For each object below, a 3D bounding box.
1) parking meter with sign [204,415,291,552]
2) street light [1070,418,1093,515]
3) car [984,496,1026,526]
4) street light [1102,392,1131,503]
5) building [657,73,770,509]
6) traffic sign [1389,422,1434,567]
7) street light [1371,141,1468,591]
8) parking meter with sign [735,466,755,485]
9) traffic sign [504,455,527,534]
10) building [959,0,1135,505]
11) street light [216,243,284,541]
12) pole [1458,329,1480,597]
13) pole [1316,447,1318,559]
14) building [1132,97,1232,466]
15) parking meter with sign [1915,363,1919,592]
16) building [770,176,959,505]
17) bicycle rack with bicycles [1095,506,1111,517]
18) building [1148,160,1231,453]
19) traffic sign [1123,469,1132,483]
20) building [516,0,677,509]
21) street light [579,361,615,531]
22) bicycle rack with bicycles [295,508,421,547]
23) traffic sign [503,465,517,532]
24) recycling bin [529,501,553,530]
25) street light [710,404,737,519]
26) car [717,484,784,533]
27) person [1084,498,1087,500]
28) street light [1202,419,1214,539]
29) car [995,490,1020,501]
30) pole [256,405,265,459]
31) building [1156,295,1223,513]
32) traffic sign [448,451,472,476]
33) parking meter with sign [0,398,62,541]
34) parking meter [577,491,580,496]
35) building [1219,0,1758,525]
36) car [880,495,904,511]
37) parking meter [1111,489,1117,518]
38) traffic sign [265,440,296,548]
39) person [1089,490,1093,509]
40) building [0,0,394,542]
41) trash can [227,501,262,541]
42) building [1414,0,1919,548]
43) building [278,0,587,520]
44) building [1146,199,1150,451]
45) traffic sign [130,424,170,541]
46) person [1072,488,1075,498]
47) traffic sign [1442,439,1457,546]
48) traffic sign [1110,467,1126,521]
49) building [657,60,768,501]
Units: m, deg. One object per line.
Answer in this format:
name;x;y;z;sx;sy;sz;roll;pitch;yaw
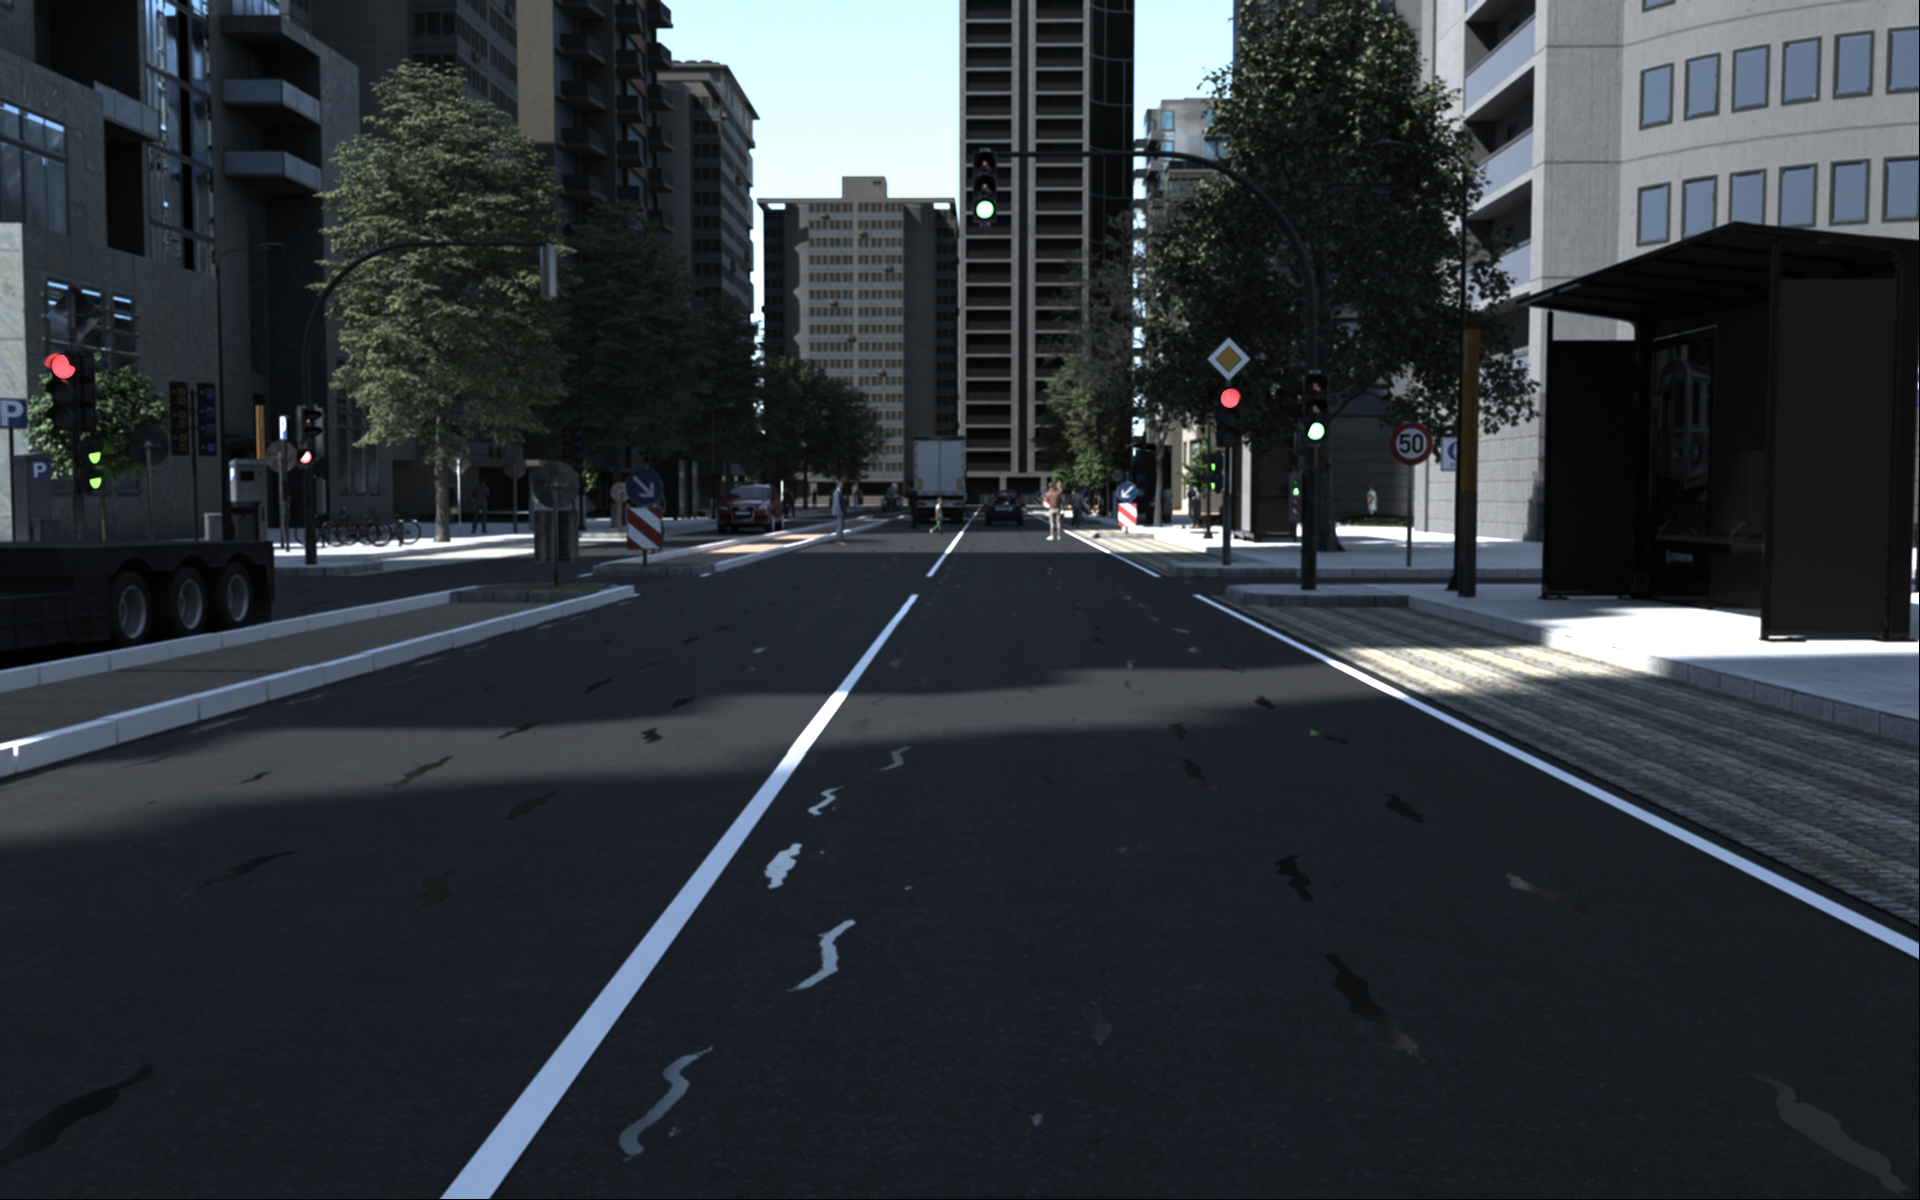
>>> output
parking meter with sign;-15.603;-2.548;37.925;1.738;3.016;0.543;-3;4;-37
street light;7.461;-8.175;106.201;1.470;5.913;1.316;0;4;1
car;2.038;-4.085;79.373;1.945;1.354;3.894;0;4;2
street light;7.078;-6.439;77.819;1.470;5.913;1.316;0;4;1
building;-31.754;-28.531;158.367;23.993;40.220;32.217;0;4;1
traffic sign;7.954;-1.866;30.609;0.768;2.556;0.104;0;4;5
street light;6.099;-3.082;22.931;1.470;5.913;1.316;0;4;1
parking meter with sign;-13.460;-6.741;106.470;1.738;3.016;0.543;-3;5;-40
traffic sign;-14.430;-3.431;56.209;0.768;2.556;0.104;0;4;3
building;10.314;-46.983;206.430;20.611;71.187;20.563;0;4;1
street light;-13.197;-3.649;32.198;1.470;5.913;1.316;0;4;1
pole;6.327;-1.693;21.523;0.158;3.312;0.155;0;3;0
pole;6.523;-2.342;32.134;0.158;3.312;0.155;0;3;0
building;35.927;-36.039;208.845;30.456;49.044;23.786;0;4;1
parking meter with sign;12.737;-1.596;22.362;0.543;3.016;1.738;0;4;1
building;-11.881;-31.938;214.075;23.993;40.220;32.217;0;4;1
bicycle rack with bicycles;9.175;-5.084;96.503;2.925;0.926;2.852;1;4;16
building;24.675;-23.299;152.643;14.160;30.474;14.107;0;4;1
traffic sign;8.644;-5.407;88.512;0.768;2.556;0.104;1;4;9
building;-32.411;-28.592;122.107;22.147;44.769;28.867;0;4;1
street light;-12.767;-5.391;60.688;1.470;5.913;1.316;0;4;1
bicycle rack with bicycles;-14.899;-1.799;42.799;2.925;0.926;2.852;-1;4;-15
traffic sign;-14.952;-3.545;58.064;0.768;2.556;0.104;1;4;8
recycling bin;-14.871;-2.992;61.479;0.722;1.027;0.722;-2;4;-28
street light;-12.186;-7.148;89.410;1.470;5.913;1.316;0;4;1
car;-7.797;-3.437;64.868;2.281;1.827;5.304;0;4;1
person;8.105;-6.636;114.629;0.705;1.812;1.348;-1;4;-14
street light;6.579;-4.708;49.515;1.470;5.913;1.316;0;4;1
car;4.222;-8.872;153.722;2.281;1.827;5.304;0;4;1
pole;-16.062;-2.813;39.843;0.158;3.312;0.155;0;3;0
building;30.041;-17.482;130.868;27.650;21.520;28.899;0;4;1
traffic sign;-15.199;-3.229;52.533;0.795;2.593;0.064;0;4;5
parking meter with sign;-16.671;-2.130;31.088;1.738;3.016;0.543;3;5;41
parking meter;-14.737;-3.562;66.654;0.372;1.533;0.369;0;3;0
building;24.982;-33.569;90.851;21.231;58.520;28.212;0;4;1
car;-5.805;-8.343;148.417;2.014;1.417;4.499;0;4;1
parking meter;8.321;-5.191;93.290;0.372;1.533;0.369;0;3;0
traffic sign;-16.036;-2.496;40.919;0.768;2.556;0.104;0;4;3
person;11.494;-8.777;149.505;1.348;1.831;0.705;2;4;35
building;-33.128;-45.375;54.547;22.319;86.520;31.000;0;4;1
trash can;-14.139;-1.375;34.130;0.748;1.137;0.748;0;3;0
building;29.449;-30.987;48.631;28.212;58.520;21.231;0;4;1
building;-37.082;-24.439;91.465;32.217;40.220;23.993;0;4;1
building;24.821;-24.173;166.933;14.160;30.474;14.107;0;4;1
traffic sign;-14.674;-1.913;31.376;0.768;2.556;0.104;0;4;8
person;10.717;-9.555;162.345;0.705;1.814;1.350;-1;4;-18
traffic sign;8.987;-1.786;31.332;0.606;2.300;0.079;0;4;5
traffic sign;7.549;-5.062;82.875;0.768;2.556;0.104;0;4;2
building;-37.660;-38.084;211.914;27.495;52.752;28.713;0;4;1
